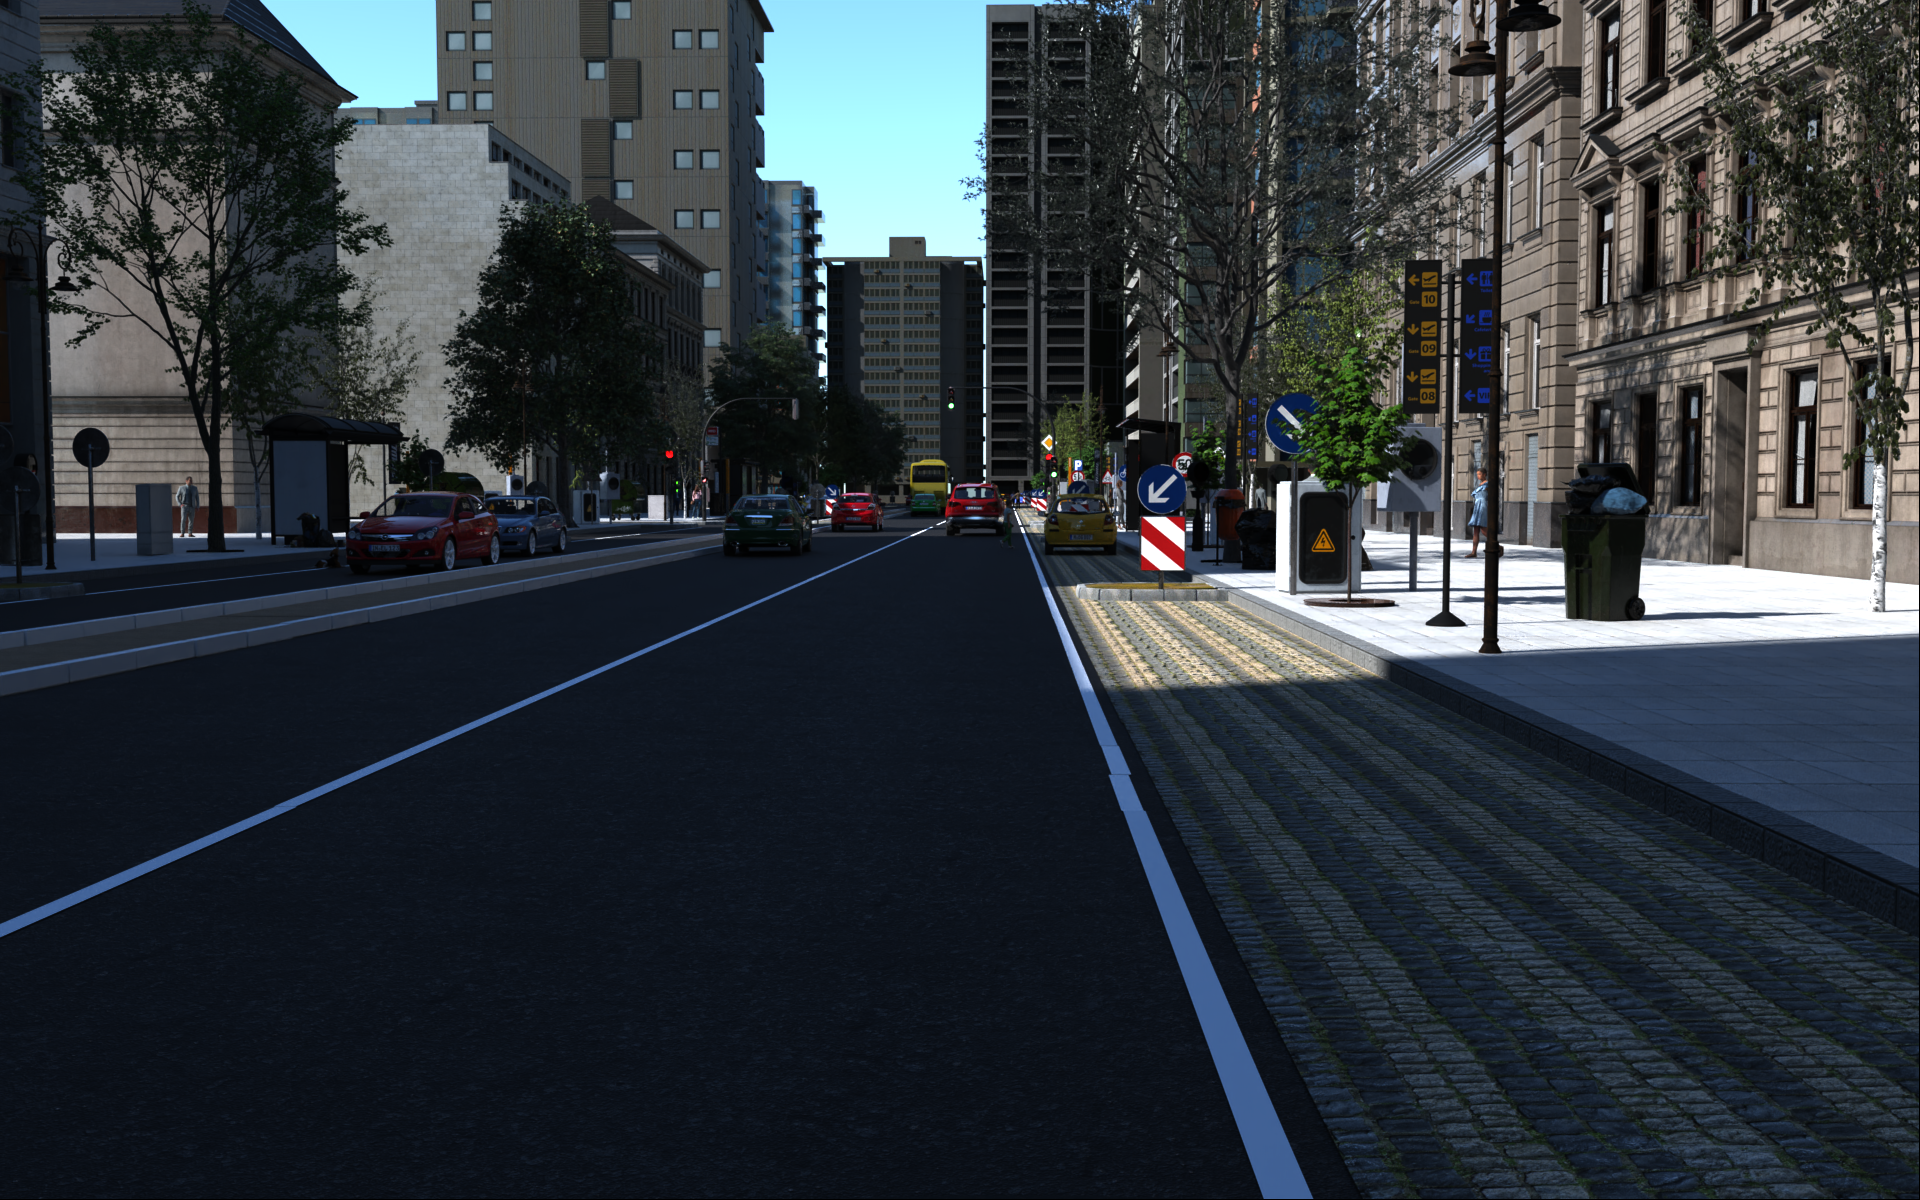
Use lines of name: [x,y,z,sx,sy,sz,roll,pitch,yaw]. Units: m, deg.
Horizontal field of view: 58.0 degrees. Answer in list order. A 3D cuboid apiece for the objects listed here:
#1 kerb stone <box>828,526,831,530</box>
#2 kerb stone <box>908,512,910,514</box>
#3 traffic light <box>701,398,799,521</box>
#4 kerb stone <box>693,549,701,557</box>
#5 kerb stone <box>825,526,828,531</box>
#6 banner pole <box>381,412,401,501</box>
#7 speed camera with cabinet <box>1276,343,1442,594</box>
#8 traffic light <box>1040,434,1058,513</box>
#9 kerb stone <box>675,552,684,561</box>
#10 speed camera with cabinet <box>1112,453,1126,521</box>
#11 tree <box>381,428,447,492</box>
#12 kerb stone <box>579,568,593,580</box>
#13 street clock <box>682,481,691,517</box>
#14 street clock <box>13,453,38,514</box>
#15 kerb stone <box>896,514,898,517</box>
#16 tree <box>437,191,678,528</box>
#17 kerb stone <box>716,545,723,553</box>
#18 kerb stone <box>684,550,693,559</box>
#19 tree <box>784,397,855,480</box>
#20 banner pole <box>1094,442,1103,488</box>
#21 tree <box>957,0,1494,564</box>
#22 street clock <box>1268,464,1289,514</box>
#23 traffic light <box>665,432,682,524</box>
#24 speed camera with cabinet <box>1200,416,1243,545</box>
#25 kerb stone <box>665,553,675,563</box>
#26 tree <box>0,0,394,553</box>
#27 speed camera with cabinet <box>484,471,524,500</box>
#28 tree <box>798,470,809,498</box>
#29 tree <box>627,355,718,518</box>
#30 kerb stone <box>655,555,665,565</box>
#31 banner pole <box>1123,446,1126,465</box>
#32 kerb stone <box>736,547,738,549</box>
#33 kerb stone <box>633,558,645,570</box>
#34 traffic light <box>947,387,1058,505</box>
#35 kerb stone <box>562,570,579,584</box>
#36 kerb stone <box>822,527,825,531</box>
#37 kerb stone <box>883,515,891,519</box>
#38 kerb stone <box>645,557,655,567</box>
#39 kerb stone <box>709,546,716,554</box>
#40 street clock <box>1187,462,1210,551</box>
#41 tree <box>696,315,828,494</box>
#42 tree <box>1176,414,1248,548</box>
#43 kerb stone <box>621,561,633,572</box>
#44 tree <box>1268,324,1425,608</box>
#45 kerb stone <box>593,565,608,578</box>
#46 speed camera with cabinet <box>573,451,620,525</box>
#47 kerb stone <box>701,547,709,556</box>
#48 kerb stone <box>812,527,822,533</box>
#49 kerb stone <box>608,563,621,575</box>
kerb stone: [-5.285,-2.800,67.975,0.120,0.150,1.000,0,4,2]
kerb stone: [-3.781,-6.092,121.795,0.120,0.150,1.000,0,4,2]
traffic light: [-9.990,-6.556,81.855,4.771,5.953,1.251,0,4,2]
kerb stone: [-6.081,-1.043,39.298,0.120,0.150,1.000,0,4,2]
kerb stone: [-5.311,-2.737,66.951,0.120,0.150,1.000,0,4,2]
banner pole: [-17.393,-3.846,52.900,0.401,3.779,0.863,2,4,32]
speed camera with cabinet: [5.197,-1.726,22.563,2.038,3.252,0.660,0,4,-7]
traffic light: [4.172,-5.659,81.443,0.839,4.253,0.868,0,4,2]
kerb stone: [-6.137,-0.920,37.251,0.120,0.150,1.000,0,4,2]
speed camera with cabinet: [7.724,-5.376,82.226,0.660,3.252,2.038,0,4,-7]
tree: [-15.783,-3.430,50.680,1.663,3.219,1.824,0,3,0]
kerb stone: [-6.373,-0.419,29.042,0.120,0.150,1.000,0,4,2]
street clock: [-15.108,-5.578,95.768,0.471,2.002,0.358,1,4,9]
street clock: [-16.589,-1.604,30.797,0.358,2.002,0.471,0,4,-6]
kerb stone: [-4.159,-5.276,108.460,0.120,0.150,1.000,0,4,2]
tree: [-15.247,-9.110,65.951,9.611,12.733,9.660,0,3,0]
kerb stone: [-6.003,-1.232,42.363,0.120,0.150,1.000,0,4,2]
kerb stone: [-6.116,-0.984,38.276,0.120,0.150,1.000,0,4,2]
tree: [-13.089,-13.569,156.260,7.601,10.594,8.767,-1,4,-22]
banner pole: [6.656,-5.684,82.957,0.401,3.779,0.863,3,5,40]
tree: [5.048,-7.450,32.170,12.009,13.543,11.850,0,3,0]
street clock: [7.688,-2.281,41.870,0.471,2.002,0.358,-2,4,-34]
traffic light: [-12.306,-5.197,73.896,0.839,4.253,0.868,0,4,2]
speed camera with cabinet: [6.558,-3.013,43.592,0.660,3.252,2.038,-1,4,-9]
kerb stone: [-6.173,-0.857,36.227,0.120,0.150,1.000,0,4,2]
tree: [-16.553,-6.854,37.811,9.928,11.665,9.643,0,3,0]
speed camera with cabinet: [-21.848,-5.391,82.476,2.038,3.252,0.660,-2,4,-34]
tree: [-12.887,-8.796,138.410,1.663,3.219,1.824,0,3,0]
tree: [-14.576,-8.599,90.949,4.360,8.622,3.978,0,3,0]
kerb stone: [-6.199,-0.795,35.196,0.120,0.150,1.000,0,4,2]
banner pole: [8.587,-6.106,89.850,0.401,3.779,0.863,2,4,29]
kerb stone: [-5.888,-1.480,46.462,0.120,0.150,1.000,0,4,2]
kerb stone: [-6.250,-0.668,33.137,0.120,0.150,1.000,0,4,2]
traffic light: [1.856,-6.037,73.378,4.771,5.953,1.251,0,4,2]
kerb stone: [-6.394,-0.355,28.007,0.120,0.150,1.000,0,4,2]
kerb stone: [-5.339,-2.675,65.924,0.120,0.150,1.000,0,4,2]
kerb stone: [-4.329,-4.890,102.315,0.120,0.150,1.000,0,4,2]
kerb stone: [-6.229,-0.733,34.173,0.120,0.150,1.000,0,4,2]
kerb stone: [-6.026,-1.171,41.341,0.120,0.150,1.000,0,4,2]
street clock: [5.330,-2.093,38.792,0.471,2.002,0.358,-2,4,-31]
tree: [-14.151,-13.363,125.147,9.857,13.997,8.962,0,3,0]
tree: [5.834,-2.861,41.380,1.663,3.219,1.824,0,3,0]
kerb stone: [-6.279,-0.607,32.115,0.120,0.150,1.000,0,4,2]
tree: [4.527,-1.542,19.821,1.663,3.219,1.824,0,3,0]
kerb stone: [-6.336,-0.481,30.064,0.120,0.150,1.000,0,4,2]
speed camera with cabinet: [-15.446,-4.850,73.639,0.660,3.252,2.038,3,5,42]
kerb stone: [-6.056,-1.108,40.319,0.120,0.150,1.000,0,4,2]
kerb stone: [-5.367,-2.612,64.899,0.120,0.150,1.000,0,4,2]
kerb stone: [-6.308,-0.543,31.094,0.120,0.150,1.000,0,4,2]
